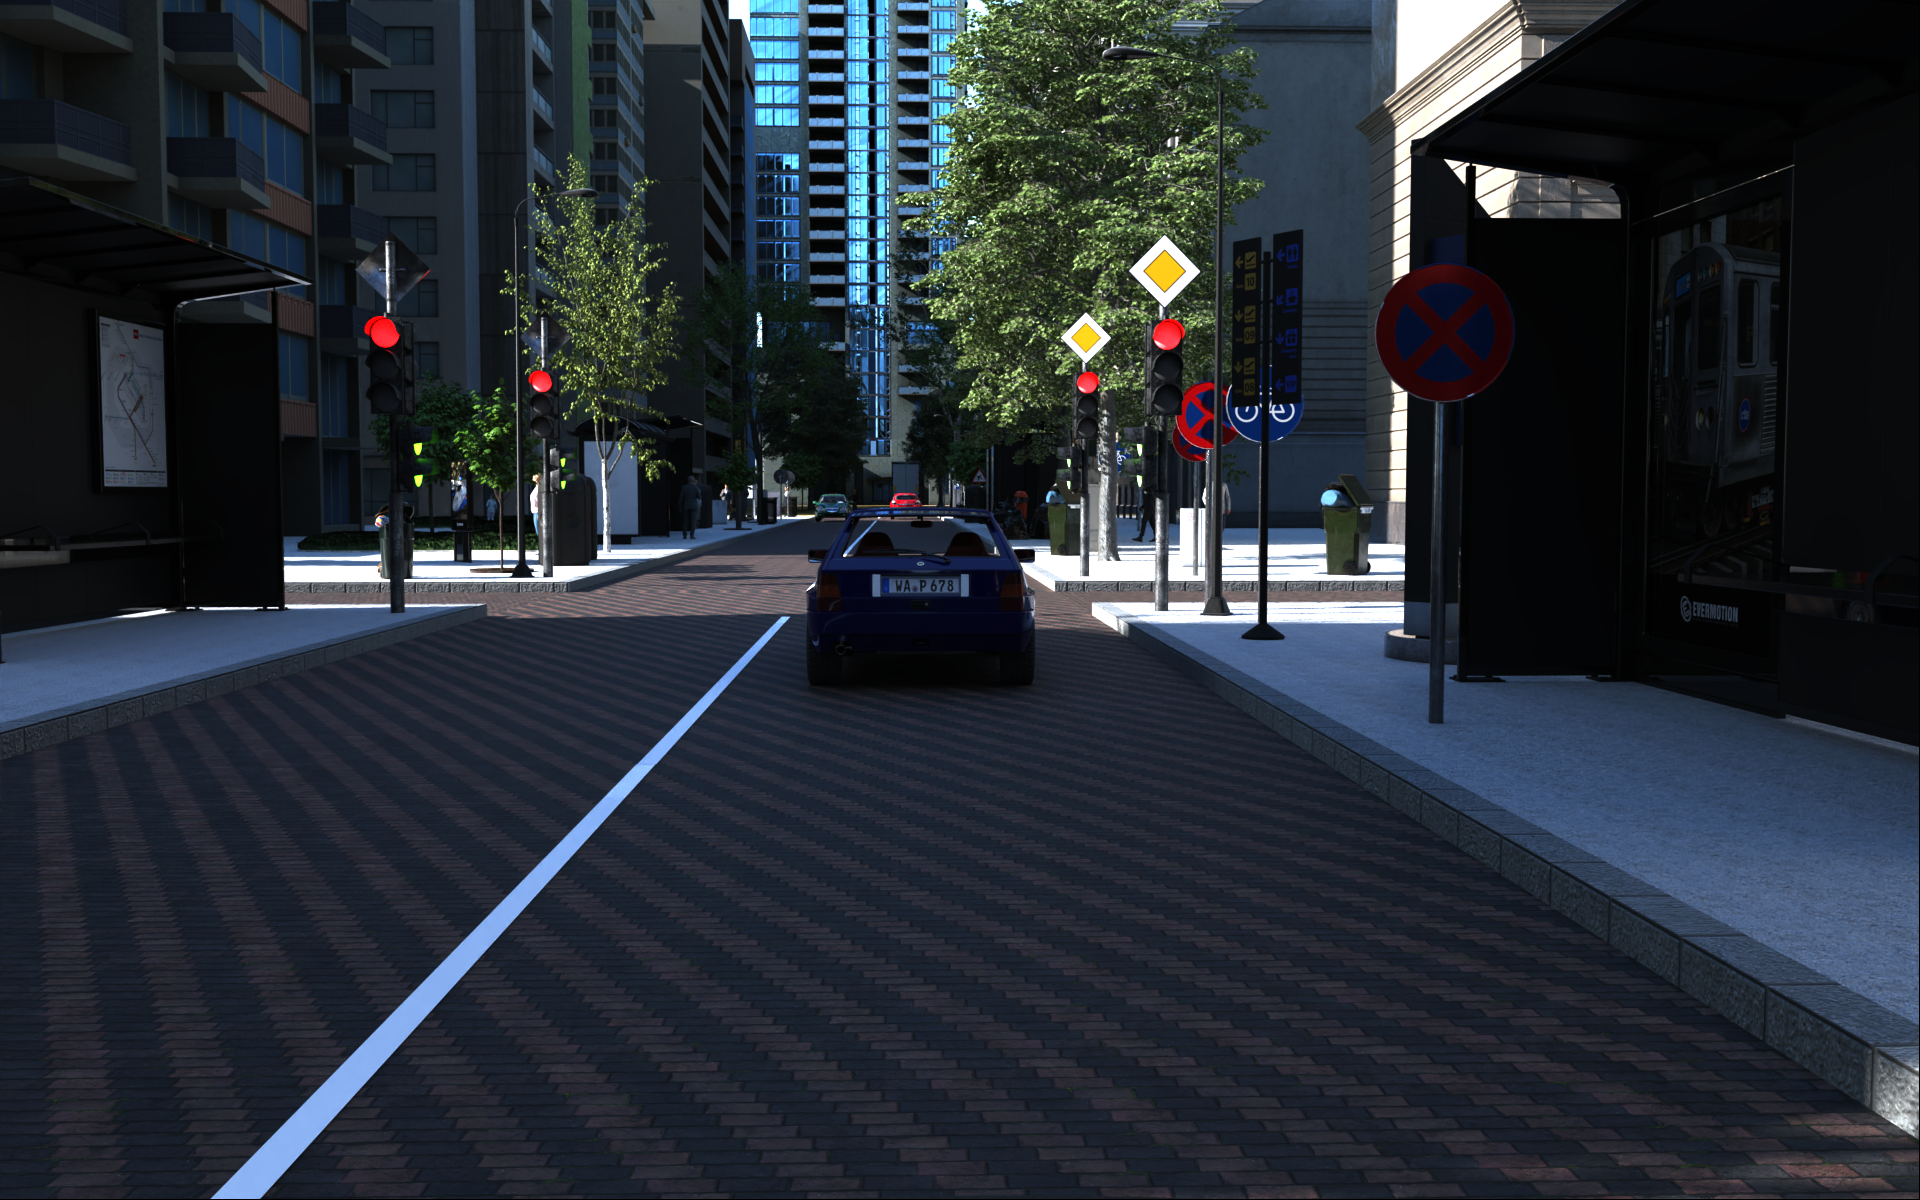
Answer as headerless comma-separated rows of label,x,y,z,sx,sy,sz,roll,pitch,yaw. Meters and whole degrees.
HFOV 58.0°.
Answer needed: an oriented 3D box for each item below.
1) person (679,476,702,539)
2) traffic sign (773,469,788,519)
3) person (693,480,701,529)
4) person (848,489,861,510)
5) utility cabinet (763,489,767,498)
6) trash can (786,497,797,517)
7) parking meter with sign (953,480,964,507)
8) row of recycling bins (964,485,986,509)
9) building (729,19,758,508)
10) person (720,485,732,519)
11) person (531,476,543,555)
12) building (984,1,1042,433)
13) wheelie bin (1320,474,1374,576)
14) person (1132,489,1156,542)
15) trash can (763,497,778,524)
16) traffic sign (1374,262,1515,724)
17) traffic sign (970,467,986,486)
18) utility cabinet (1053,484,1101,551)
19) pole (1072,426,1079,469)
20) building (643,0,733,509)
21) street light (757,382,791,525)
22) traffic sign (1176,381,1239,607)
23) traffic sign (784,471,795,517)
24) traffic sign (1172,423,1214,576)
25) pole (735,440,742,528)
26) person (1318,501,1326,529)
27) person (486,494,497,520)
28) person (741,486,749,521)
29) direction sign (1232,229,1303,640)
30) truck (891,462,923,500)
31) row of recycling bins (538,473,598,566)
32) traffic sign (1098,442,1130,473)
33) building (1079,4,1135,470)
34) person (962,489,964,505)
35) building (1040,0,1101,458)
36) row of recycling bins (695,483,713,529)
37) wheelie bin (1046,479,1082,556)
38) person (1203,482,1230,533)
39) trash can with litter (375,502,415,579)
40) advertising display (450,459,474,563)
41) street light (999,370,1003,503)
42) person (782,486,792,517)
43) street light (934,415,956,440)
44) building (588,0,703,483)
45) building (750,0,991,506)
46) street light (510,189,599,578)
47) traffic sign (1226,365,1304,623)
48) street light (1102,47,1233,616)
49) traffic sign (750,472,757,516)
person,-7.720,-2.656,49.639,0.661,1.801,0.590,0,4,-3
traffic sign,-9.098,-5.375,87.988,0.768,2.556,0.104,0,4,4
person,-9.636,-3.470,62.996,0.478,1.798,0.641,1,4,22
person,-7.143,-6.587,116.716,1.217,1.766,0.721,3,4,37
utility cabinet,-9.124,-4.363,80.009,0.318,1.500,1.173,-1,4,-16
trash can,-9.423,-5.218,96.962,0.748,1.137,0.748,0,3,0
parking meter with sign,-0.115,-5.942,93.408,0.543,3.016,1.738,0,4,7
row of recycling bins,1.607,-4.353,78.292,1.069,1.692,3.534,3,5,44
building,-26.676,-31.292,161.742,14.200,45.320,14.600,0,4,-2
person,-12.050,-5.091,89.239,0.622,1.834,0.822,0,4,-7
person,-8.781,-1.823,36.524,0.598,1.740,0.731,-2,4,-34
building,17.319,-40.478,203.821,28.212,58.520,21.231,0,4,-2
wheelie bin,6.130,-1.198,27.502,0.693,1.594,0.980,2,4,33
person,4.984,-2.484,46.428,0.755,1.850,0.659,0,4,8
trash can,-8.089,-3.791,73.632,0.748,1.137,0.748,0,3,0
traffic sign,2.669,-0.582,9.629,0.768,2.556,0.104,0,4,2
traffic sign,0.942,-5.097,83.344,0.884,2.594,0.081,0,4,7
utility cabinet,2.665,-1.813,38.315,1.173,1.500,0.318,-1,4,-11
pole,3.466,-3.566,52.150,0.158,3.312,0.155,0,3,0
building,-29.617,-31.282,135.154,21.300,48.544,21.600,0,4,-2
street light,-7.702,-6.073,71.836,1.470,5.913,1.316,0,4,-2
traffic sign,2.815,-1.191,19.572,0.768,2.556,0.104,0,4,7
traffic sign,-9.435,-5.802,94.968,0.768,2.556,0.104,0,4,1
traffic sign,3.699,-1.652,27.118,0.768,2.556,0.104,0,4,7
pole,-8.360,-4.371,65.316,0.158,3.312,0.155,0,3,0
person,13.202,-3.209,62.782,0.475,1.303,0.640,-1,4,-23
person,-16.952,-3.194,62.550,0.394,1.301,0.425,2,4,31
person,-10.104,-4.622,81.426,0.447,1.846,0.655,-3,4,-37
direction sign,2.691,-1.424,15.272,0.379,3.537,0.876,-2,4,-32
truck,-4.760,-10.133,154.589,2.839,4.237,11.283,0,4,-1
row of recycling bins,-7.358,-1.548,32.424,1.069,1.692,3.534,-1,4,-9
traffic sign,3.730,-2.563,42.015,0.768,2.556,0.104,0,4,2
building,18.442,-41.310,113.665,20.563,71.187,20.611,0,4,-2
person,0.216,-9.466,161.529,1.217,1.736,0.721,1,4,18
building,17.805,-31.297,135.412,21.300,48.544,21.600,0,4,-2
row of recycling bins,-9.948,-3.600,65.971,1.069,1.692,3.534,0,4,-6
wheelie bin,2.209,-1.731,36.209,0.980,1.594,0.693,-3,5,-40
person,6.121,-2.171,41.391,0.661,1.843,0.795,0,4,-2
trash can with litter,-8.684,-0.917,26.382,0.624,1.170,1.055,-2,4,-31
advertising display,-9.367,-1.674,32.577,0.123,1.923,0.974,-2,4,-34
street light,0.791,-5.111,56.100,1.470,5.913,1.316,0,4,-2
person,-9.840,-5.617,98.636,0.466,1.731,0.760,1,4,18
street light,-0.809,-7.874,101.281,1.470,5.913,1.316,0,4,-2
building,-33.661,-25.723,112.448,32.217,40.220,23.993,0,4,-2
building,-12.282,-54.414,202.342,31.000,86.520,22.319,0,4,-2
street light,-6.197,-3.299,26.482,1.470,5.913,1.316,0,4,-2
traffic sign,3.005,-1.044,17.171,0.768,2.556,0.104,0,4,1
street light,2.180,-2.792,18.182,1.470,5.913,1.316,0,4,-2
traffic sign,-10.380,-5.312,86.852,0.884,2.594,0.081,0,4,4
